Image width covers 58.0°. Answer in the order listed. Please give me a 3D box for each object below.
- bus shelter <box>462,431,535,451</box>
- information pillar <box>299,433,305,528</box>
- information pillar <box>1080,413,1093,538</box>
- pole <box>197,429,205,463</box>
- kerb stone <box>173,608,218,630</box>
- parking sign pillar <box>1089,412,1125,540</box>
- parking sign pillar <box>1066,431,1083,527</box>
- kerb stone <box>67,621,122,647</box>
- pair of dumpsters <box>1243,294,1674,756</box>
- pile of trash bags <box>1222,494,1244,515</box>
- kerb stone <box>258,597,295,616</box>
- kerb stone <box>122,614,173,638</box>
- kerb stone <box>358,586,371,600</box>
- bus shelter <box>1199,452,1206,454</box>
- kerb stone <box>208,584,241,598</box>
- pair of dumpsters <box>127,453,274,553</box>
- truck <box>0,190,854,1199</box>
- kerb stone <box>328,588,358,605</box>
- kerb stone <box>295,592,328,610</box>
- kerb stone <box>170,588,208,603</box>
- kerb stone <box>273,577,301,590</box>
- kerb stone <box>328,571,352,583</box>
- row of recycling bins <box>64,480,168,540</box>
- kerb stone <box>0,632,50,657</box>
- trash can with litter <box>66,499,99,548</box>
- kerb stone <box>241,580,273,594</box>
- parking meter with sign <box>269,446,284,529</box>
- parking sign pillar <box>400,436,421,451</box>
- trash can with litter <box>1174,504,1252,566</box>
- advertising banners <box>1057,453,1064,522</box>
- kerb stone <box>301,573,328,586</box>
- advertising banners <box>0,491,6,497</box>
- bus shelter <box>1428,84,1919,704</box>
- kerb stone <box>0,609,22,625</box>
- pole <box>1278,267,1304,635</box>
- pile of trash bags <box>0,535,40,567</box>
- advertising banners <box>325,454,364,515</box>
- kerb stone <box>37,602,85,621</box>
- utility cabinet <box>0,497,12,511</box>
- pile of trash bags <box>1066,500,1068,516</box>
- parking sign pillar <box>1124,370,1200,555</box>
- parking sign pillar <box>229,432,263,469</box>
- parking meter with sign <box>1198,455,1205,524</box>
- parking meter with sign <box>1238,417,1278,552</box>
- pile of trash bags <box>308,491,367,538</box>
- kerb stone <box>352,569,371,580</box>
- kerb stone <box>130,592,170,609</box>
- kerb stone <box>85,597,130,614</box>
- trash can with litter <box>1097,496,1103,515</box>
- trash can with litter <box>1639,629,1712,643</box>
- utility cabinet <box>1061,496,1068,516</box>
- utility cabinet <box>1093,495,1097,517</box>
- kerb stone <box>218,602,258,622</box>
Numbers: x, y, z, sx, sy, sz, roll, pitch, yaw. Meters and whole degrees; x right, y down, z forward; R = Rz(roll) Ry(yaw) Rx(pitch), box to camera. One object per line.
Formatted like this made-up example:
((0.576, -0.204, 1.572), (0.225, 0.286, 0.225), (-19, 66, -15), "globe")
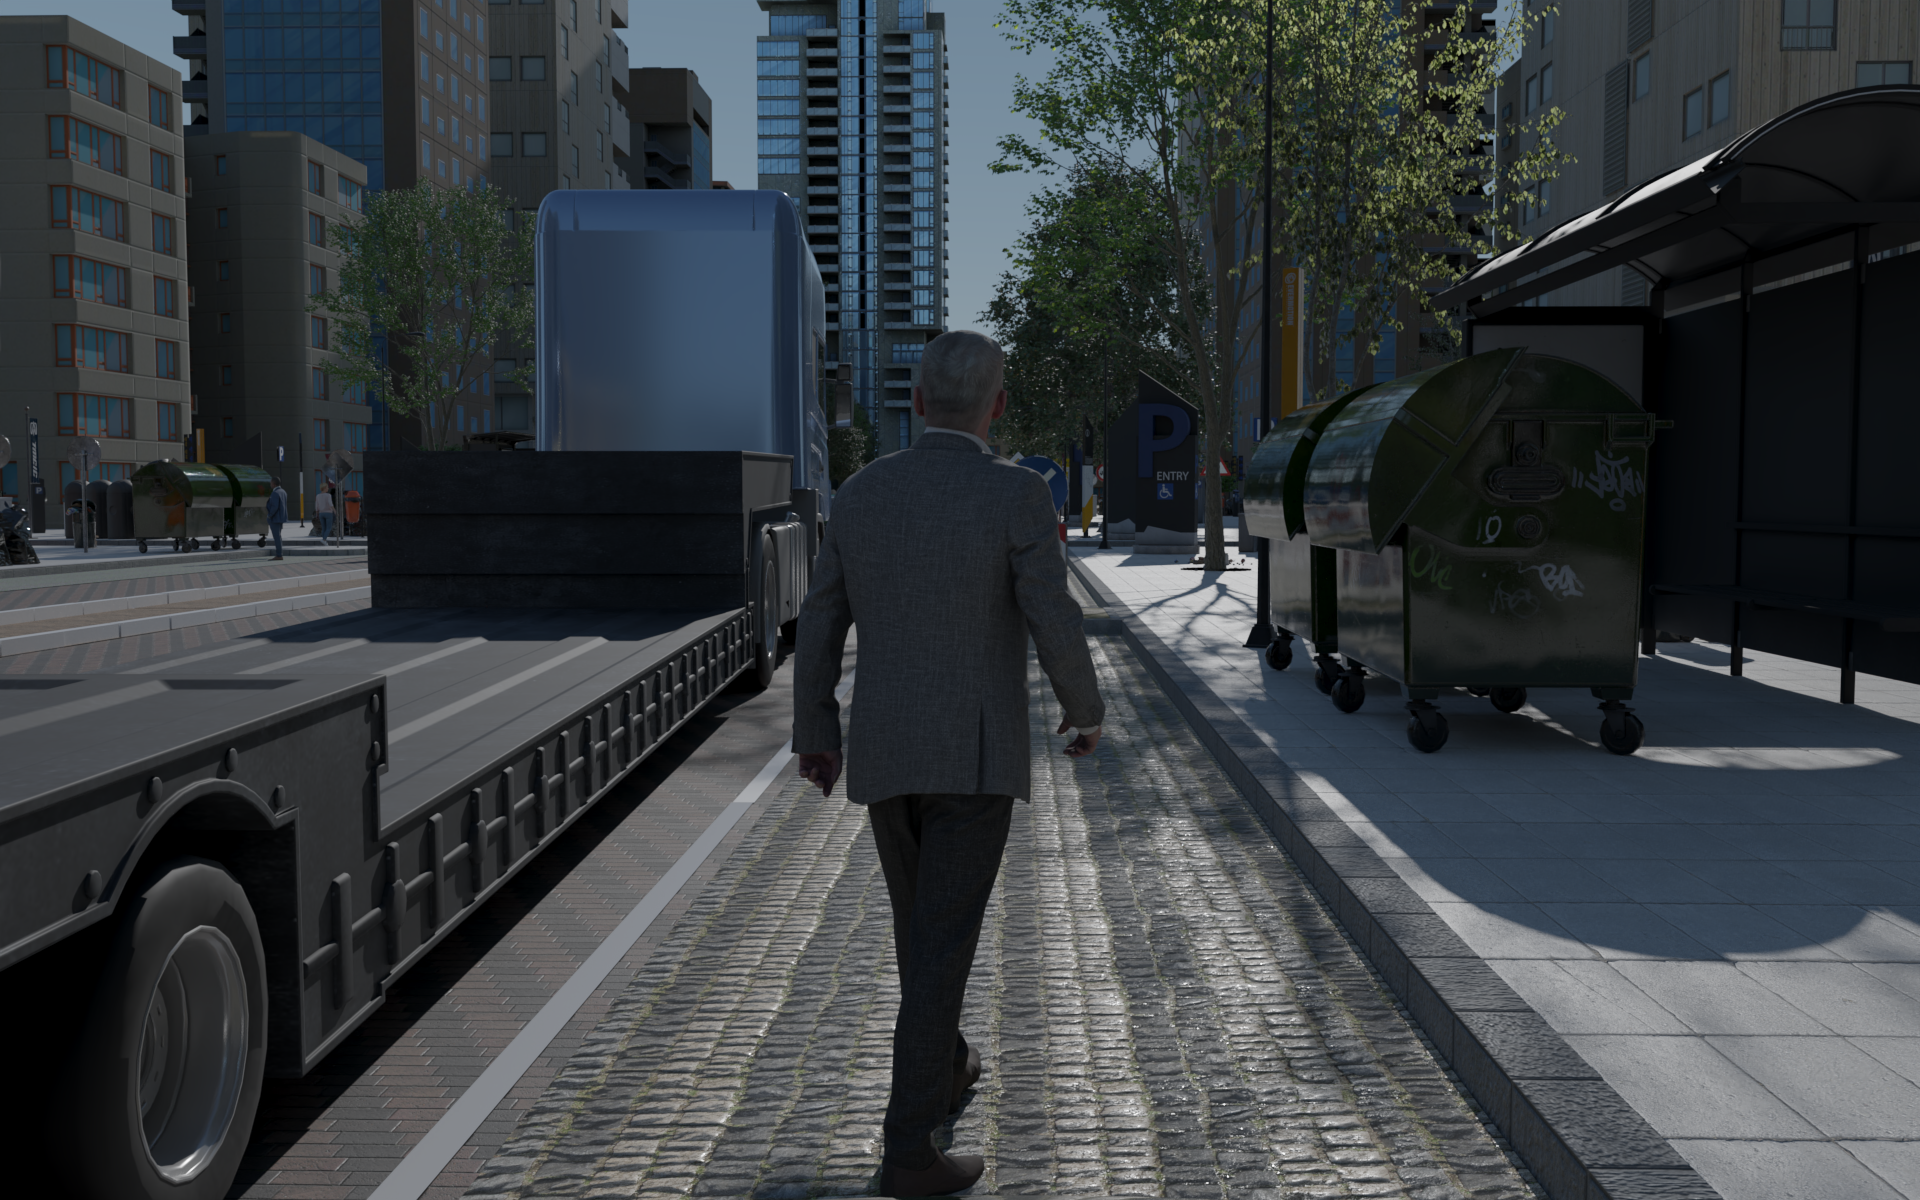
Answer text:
((-17.562, -4.653, 67.367), (1.731, 3.624, 6.357), (0, 4, 2), "bus shelter")
((-25.115, -4.567, 66.031), (0.183, 3.616, 0.504), (-1, 4, -23), "information pillar")
((3.723, -3.621, 50.558), (0.183, 3.616, 0.504), (2, 4, 35), "information pillar")
((-23.729, -3.691, 54.189), (0.158, 3.312, 0.155), (0, 3, 0), "pole")
((-8.353, 0.211, 18.754), (0.120, 0.150, 1.000), (0, 4, 2), "kerb stone")
((4.711, -3.672, 48.502), (1.447, 3.967, 1.447), (-2, 4, -34), "parking sign pillar")
((4.727, -4.867, 68.044), (1.447, 3.967, 1.447), (2, 4, 26), "parking sign pillar")
((-8.427, 0.337, 16.707), (0.120, 0.150, 1.000), (0, 4, 2), "kerb stone")
((2.792, -0.490, 10.506), (1.574, 2.255, 4.437), (0, 4, 2), "pair of dumpsters")
((16.318, -5.784, 104.323), (1.912, 1.369, 3.447), (2, 4, 32), "pile of trash bags")
((-8.290, 0.085, 20.802), (0.120, 0.150, 1.000), (0, 4, 2), "kerb stone")
((-8.390, 0.273, 17.732), (0.120, 0.150, 1.000), (0, 4, 2), "kerb stone")
((-8.195, -0.103, 23.875), (0.120, 0.150, 1.000), (0, 4, 2), "kerb stone")
((8.299, -4.519, 67.808), (2.014, 3.302, 5.546), (0, 4, 2), "bus shelter")
((-10.286, -0.102, 24.014), (0.120, 0.150, 1.000), (0, 4, 2), "kerb stone")
((-17.184, -2.256, 39.387), (1.574, 2.255, 4.437), (0, 4, 2), "pair of dumpsters")
((-2.604, -1.213, 9.587), (2.967, 4.110, 18.799), (0, 4, 0), "truck")
((-8.221, -0.035, 22.854), (0.120, 0.150, 1.000), (0, 4, 2), "kerb stone")
((-8.258, 0.022, 21.832), (0.120, 0.150, 1.000), (0, 4, 2), "kerb stone")
((-10.317, -0.048, 22.992), (0.120, 0.150, 1.000), (0, 4, 2), "kerb stone")
((-10.224, -0.236, 26.062), (0.120, 0.150, 1.000), (0, 4, 2), "kerb stone")
((-10.159, -0.362, 28.113), (0.120, 0.150, 1.000), (0, 4, 2), "kerb stone")
((-24.182, -2.597, 49.582), (3.534, 1.692, 1.069), (1, 4, 21), "row of recycling bins")
((-8.447, 0.398, 15.685), (0.120, 0.150, 1.000), (0, 4, 2), "kerb stone")
((-20.868, -1.824, 41.210), (0.624, 1.170, 1.055), (-1, 4, -21), "trash can with litter")
((-10.249, -0.173, 25.035), (0.120, 0.150, 1.000), (0, 4, 2), "kerb stone")
((-25.598, -4.090, 63.128), (1.738, 3.016, 0.543), (0, 4, -5), "parking meter with sign")
((-25.553, -5.681, 81.357), (1.447, 3.967, 1.447), (-3, 5, -43), "parking sign pillar")
((4.835, -1.292, 32.181), (1.678, 1.210, 2.233), (1, 4, 17), "trash can with litter")
((4.291, -4.787, 74.462), (0.090, 3.025, 2.074), (0, 4, -6), "advertising banners")
((-10.191, -0.299, 27.092), (0.120, 0.150, 1.000), (0, 4, 2), "kerb stone")
((-35.270, -4.028, 62.050), (0.090, 3.025, 2.074), (2, 4, 34), "advertising banners")
((4.724, -1.066, 11.345), (2.014, 3.302, 5.546), (0, 4, 2), "bus shelter")
((-10.445, 0.204, 18.893), (0.120, 0.150, 1.000), (0, 4, 2), "kerb stone")
((3.013, -1.340, 15.746), (0.158, 3.312, 0.155), (0, 3, 0), "pole")
((-18.484, -1.320, 31.327), (3.447, 1.369, 1.912), (1, 4, 15), "pile of trash bags")
((-26.516, -4.844, 75.382), (2.074, 3.025, 0.090), (-2, 4, -27), "advertising banners")
((-10.416, 0.139, 19.917), (0.120, 0.150, 1.000), (0, 4, 2), "kerb stone")
((-19.255, -1.430, 34.541), (1.020, 1.237, 0.306), (3, 5, 40), "utility cabinet")
((6.415, -5.608, 101.450), (3.447, 1.369, 1.912), (1, 4, 17), "pile of trash bags")
((4.459, -2.987, 37.311), (1.447, 3.967, 1.447), (1, 4, 17), "parking sign pillar")
((-30.739, -5.268, 74.597), (1.447, 3.967, 1.447), (-1, 4, -19), "parking sign pillar")
((10.437, -4.842, 75.424), (0.543, 3.016, 1.738), (1, 4, 14), "parking meter with sign")
((6.639, -2.599, 38.761), (0.543, 3.016, 1.738), (1, 4, 23), "parking meter with sign")
((-18.475, -2.595, 52.179), (1.912, 1.369, 3.447), (-2, 4, -27), "pile of trash bags")
((-10.126, -0.424, 29.134), (0.120, 0.150, 1.000), (0, 4, 2), "kerb stone")
((-10.355, 0.022, 21.970), (0.120, 0.150, 1.000), (0, 4, 2), "kerb stone")
((-10.385, 0.080, 20.946), (0.120, 0.150, 1.000), (0, 4, 2), "kerb stone")
((8.591, -5.767, 105.671), (0.624, 1.170, 1.055), (-1, 4, -16), "trash can with litter")
((6.369, -0.231, 15.162), (1.055, 1.170, 0.624), (0, 4, -1), "trash can with litter")
((6.390, -5.616, 102.991), (1.020, 1.237, 0.306), (1, 4, 16), "utility cabinet")
((7.328, -5.310, 97.983), (0.306, 1.237, 1.020), (3, 5, 41), "utility cabinet")
((-8.324, 0.153, 19.776), (0.120, 0.150, 1.000), (0, 4, 2), "kerb stone")
